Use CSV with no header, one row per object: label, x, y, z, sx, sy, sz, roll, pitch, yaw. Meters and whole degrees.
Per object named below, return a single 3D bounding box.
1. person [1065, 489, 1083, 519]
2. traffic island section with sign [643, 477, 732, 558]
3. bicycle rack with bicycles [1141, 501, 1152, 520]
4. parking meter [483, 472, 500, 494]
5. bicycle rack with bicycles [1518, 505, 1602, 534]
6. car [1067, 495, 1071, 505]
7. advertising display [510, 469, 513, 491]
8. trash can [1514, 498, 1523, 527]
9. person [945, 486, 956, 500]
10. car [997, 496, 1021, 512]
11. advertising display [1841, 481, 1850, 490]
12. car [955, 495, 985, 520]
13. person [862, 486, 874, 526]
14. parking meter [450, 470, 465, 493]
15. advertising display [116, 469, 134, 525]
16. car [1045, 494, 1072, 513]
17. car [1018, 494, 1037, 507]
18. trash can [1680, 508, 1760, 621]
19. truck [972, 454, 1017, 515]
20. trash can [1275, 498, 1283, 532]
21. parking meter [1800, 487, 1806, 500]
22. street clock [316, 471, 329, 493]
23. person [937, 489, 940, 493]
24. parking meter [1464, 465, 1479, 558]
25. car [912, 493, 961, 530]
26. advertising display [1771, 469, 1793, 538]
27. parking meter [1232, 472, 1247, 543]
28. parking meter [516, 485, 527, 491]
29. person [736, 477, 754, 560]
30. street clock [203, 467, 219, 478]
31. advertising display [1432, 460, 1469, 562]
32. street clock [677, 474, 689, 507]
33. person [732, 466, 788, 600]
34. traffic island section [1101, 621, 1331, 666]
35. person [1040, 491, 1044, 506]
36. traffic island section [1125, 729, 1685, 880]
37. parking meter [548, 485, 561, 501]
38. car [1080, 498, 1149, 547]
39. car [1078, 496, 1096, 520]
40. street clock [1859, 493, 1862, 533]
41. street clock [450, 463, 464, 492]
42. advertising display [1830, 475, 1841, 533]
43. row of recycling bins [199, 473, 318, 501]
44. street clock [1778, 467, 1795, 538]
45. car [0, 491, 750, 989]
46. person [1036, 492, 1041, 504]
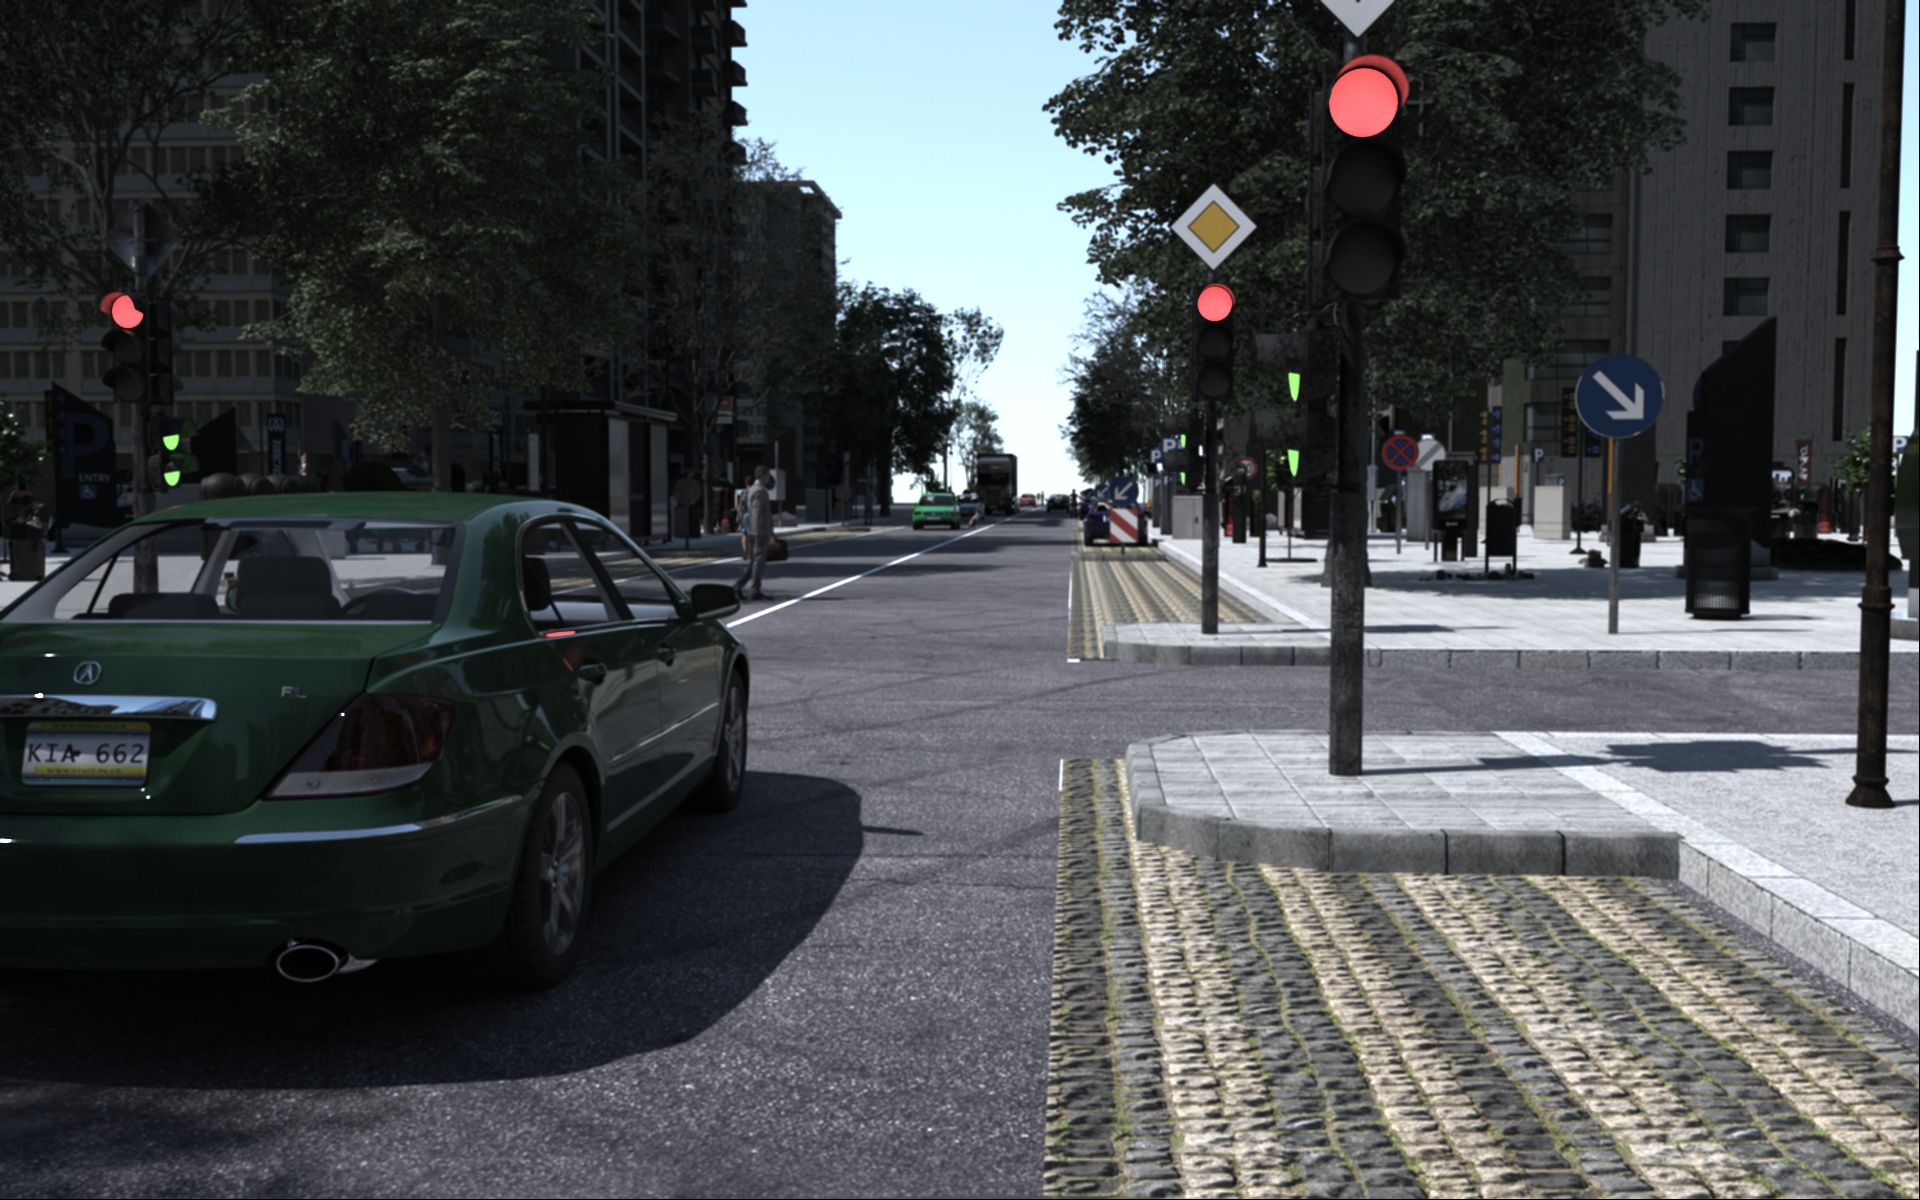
person,6.651,-5.595,100.692,1.217,1.735,0.721,1,4,23
traffic island section with sign,-6.257,-1.878,39.339,1.989,1.847,2.006,0,4,4
bicycle rack with bicycles,9.970,-4.320,84.014,2.925,0.926,2.852,-1,4,-22
parking meter,-12.311,-2.434,45.503,0.399,1.863,0.255,2,4,31
bicycle rack with bicycles,19.710,-2.671,57.058,2.852,0.926,2.925,-1,4,-18
car,13.108,-12.690,219.845,2.083,1.381,4.827,0,4,5
advertising display,-11.739,-2.451,45.286,0.123,1.923,0.974,-1,4,-15
trash can,21.379,-3.381,66.937,0.748,1.137,0.748,0,3,0
person,-0.509,-4.614,84.038,0.694,1.812,0.767,-1,4,-20
car,4.010,-7.985,142.919,2.083,1.381,4.827,0,4,2
advertising display,32.437,-3.573,63.626,0.974,1.923,0.123,0,4,-5
car,0.395,-5.142,96.075,2.014,1.417,4.499,0,4,5
person,-4.123,-4.256,78.187,0.391,1.810,0.635,-3,5,-41
parking meter,-12.041,-2.182,41.387,0.399,1.863,0.255,1,4,20
advertising display,-21.710,-2.452,45.309,0.123,1.923,0.974,2,4,32
car,7.639,-7.501,134.446,2.131,1.459,4.920,0,4,3
car,7.610,-11.322,194.158,2.155,1.783,4.494,0,4,5
trash can,7.776,-0.373,17.756,0.748,1.137,0.748,0,3,0
truck,2.593,-8.140,121.995,2.839,4.237,11.283,0,4,4
trash can,11.161,-2.917,59.351,0.748,1.137,0.748,0,3,0
parking meter,29.685,-3.224,61.127,0.372,1.533,0.369,0,3,0
street clock,-19.953,-3.039,54.265,0.358,2.002,0.471,-3,5,-40
person,-1.363,-5.963,106.544,0.990,1.755,0.434,-3,5,-43
parking meter,10.372,-1.799,35.122,0.255,1.863,0.399,1,4,17
car,-0.934,-3.762,70.297,1.959,1.807,4.718,0,4,3
advertising display,20.607,-2.372,43.998,0.974,1.923,0.123,1,4,12
parking meter,7.276,-2.407,45.073,0.255,1.863,0.399,2,4,32
parking meter,-12.756,-2.574,50.504,0.372,1.533,0.369,0,3,0
person,-4.535,-1.770,37.530,0.616,1.811,0.778,0,4,-2
street clock,-20.135,-2.573,46.642,0.358,2.002,0.471,0,4,2
advertising display,9.338,-1.699,32.995,0.974,1.923,0.123,-3,4,-38
street clock,-9.923,-3.527,62.233,0.471,2.002,0.358,-1,4,-10
person,-2.694,-0.903,23.385,0.853,1.813,0.709,-1,4,-18
traffic island section,2.314,0.390,15.904,2.009,0.180,2.903,0,4,4
person,10.080,-12.480,212.560,0.705,1.823,1.348,-1,4,-19
traffic island section,1.787,0.877,7.936,2.009,0.180,2.903,0,4,4
parking meter,-11.046,-2.372,47.195,0.372,1.533,0.369,0,3,0
car,4.316,-2.184,48.293,1.945,1.354,3.894,0,4,4
car,7.553,-5.156,96.882,1.945,1.354,3.894,0,4,4
street clock,29.689,-3.228,57.342,0.358,2.002,0.471,-2,4,-24
street clock,-11.664,-2.163,39.930,0.471,2.002,0.358,2,4,34
advertising display,29.065,-3.200,57.535,0.123,1.923,0.974,2,4,24
row of recycling bins,-14.086,-1.709,35.062,1.069,1.692,3.534,1,4,9
street clock,21.987,-2.549,46.244,0.471,2.002,0.358,1,4,12
car,-1.985,0.325,6.483,2.131,1.459,4.920,0,4,3
person,11.152,-14.487,246.178,1.217,1.723,0.721,0,4,7
